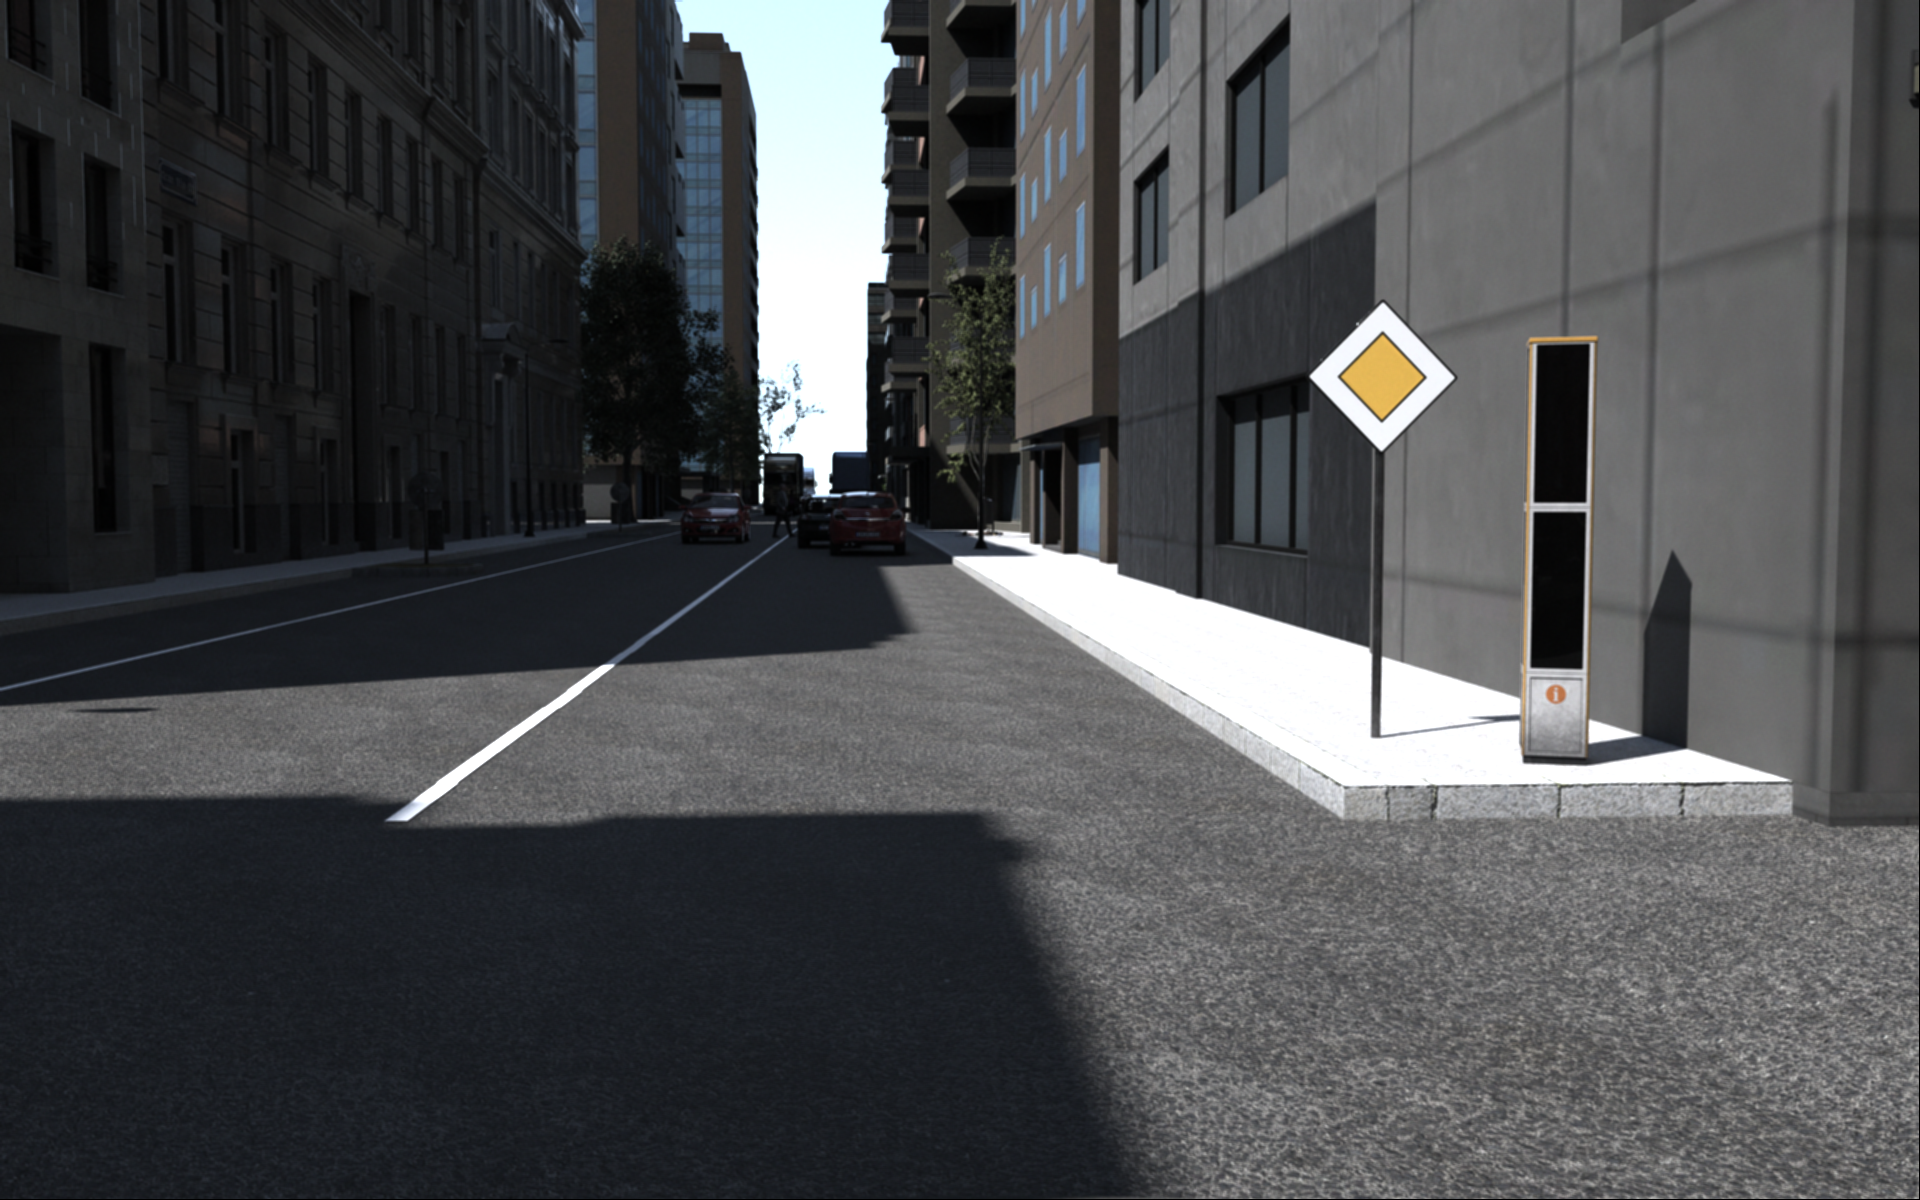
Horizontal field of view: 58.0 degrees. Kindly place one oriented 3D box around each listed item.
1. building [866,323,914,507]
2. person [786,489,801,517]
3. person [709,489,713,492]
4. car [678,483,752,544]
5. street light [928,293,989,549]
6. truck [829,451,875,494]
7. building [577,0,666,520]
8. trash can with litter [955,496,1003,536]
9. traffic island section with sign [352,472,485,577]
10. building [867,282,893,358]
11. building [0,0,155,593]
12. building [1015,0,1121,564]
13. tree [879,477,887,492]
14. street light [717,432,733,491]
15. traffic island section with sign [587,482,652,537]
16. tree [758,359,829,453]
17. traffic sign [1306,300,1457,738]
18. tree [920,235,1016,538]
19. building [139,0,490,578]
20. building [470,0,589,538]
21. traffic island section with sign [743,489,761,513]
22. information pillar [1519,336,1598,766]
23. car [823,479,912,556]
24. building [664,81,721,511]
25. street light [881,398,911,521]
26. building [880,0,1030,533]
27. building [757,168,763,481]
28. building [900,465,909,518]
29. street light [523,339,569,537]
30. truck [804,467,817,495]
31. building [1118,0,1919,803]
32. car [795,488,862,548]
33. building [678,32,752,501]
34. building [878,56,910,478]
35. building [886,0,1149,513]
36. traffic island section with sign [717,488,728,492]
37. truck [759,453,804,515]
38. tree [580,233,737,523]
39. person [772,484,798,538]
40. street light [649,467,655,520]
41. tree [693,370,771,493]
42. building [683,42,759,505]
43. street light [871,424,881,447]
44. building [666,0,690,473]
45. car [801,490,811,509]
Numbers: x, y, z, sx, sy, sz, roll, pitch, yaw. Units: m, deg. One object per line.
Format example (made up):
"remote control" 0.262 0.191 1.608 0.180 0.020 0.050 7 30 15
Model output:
"building" 2.329 -22.647 215.322 27.650 21.520 28.899 0 4 -4
"person" -10.425 -5.983 107.006 1.217 1.739 0.721 -1 4 -19
"person" -13.816 -5.278 95.524 0.721 1.735 1.217 0 4 1
"car" -7.238 -2.595 51.467 2.155 1.783 4.494 0 4 -3
"street light" -0.050 -4.140 40.231 1.470 5.913 1.316 0 4 -4
"truck" -6.679 -6.959 103.545 2.967 4.110 18.799 0 4 -2
"building" -22.794 -26.858 89.231 14.600 45.320 14.200 0 4 -4
"trash can with litter" 0.535 -2.607 53.687 1.678 1.210 2.233 3 5 41
"traffic island section with sign" -9.614 -1.365 30.952 1.989 1.847 2.006 0 4 -4
"building" -5.650 -28.429 236.518 14.160 30.474 14.107 0 4 -4
"building" -16.334 -9.855 15.885 10.420 20.320 16.860 0 4 -4
"building" 8.805 -23.698 37.569 14.600 45.320 14.200 0 4 -4
"tree" -6.740 -10.629 168.388 1.663 3.219 1.824 0 3 0
"street light" -17.601 -9.599 129.479 1.470 5.913 1.316 0 4 -4
"traffic island section with sign" -11.413 -3.033 58.215 1.989 1.847 2.006 0 4 -4
"tree" -25.096 -23.607 241.864 12.611 20.169 13.585 0 3 0
"traffic sign" 2.187 -0.331 9.061 0.795 2.450 0.064 0 4 -4
"tree" 0.697 -6.113 50.316 4.737 8.622 4.395 0 3 0
"building" -18.663 -14.649 36.781 12.463 27.353 25.104 0 4 -4
"building" -20.725 -16.717 59.220 13.634 28.700 20.117 0 4 -4
"traffic island section with sign" -16.471 -7.701 134.535 1.989 1.847 2.006 0 4 -4
"information pillar" 2.857 -0.232 8.288 0.304 2.012 0.304 1 4 16
"car" -2.233 -2.006 41.842 2.155 1.783 4.494 0 4 -3
"building" -35.406 -27.128 135.416 32.217 40.220 23.993 0 4 -4
"street light" -2.947 -6.795 83.636 1.470 5.913 1.316 0 4 -4
"building" 7.986 -25.389 69.738 22.147 44.769 28.867 0 4 -4
"building" -36.588 -36.535 216.962 23.786 49.044 30.456 0 4 -4
"building" 12.866 -24.829 97.837 32.217 40.220 23.993 0 4 -4
"street light" -12.406 -4.854 51.909 1.470 5.913 1.316 0 4 -4
"truck" -16.084 -11.584 179.154 2.967 4.110 18.799 0 4 -4
"building" 13.350 -35.343 16.112 20.611 71.187 20.563 0 4 -4
"car" -3.508 -2.285 47.149 2.009 1.686 4.222 0 4 -3
"building" -28.175 -31.957 172.602 14.600 45.320 14.200 0 4 -4
"building" 3.270 -34.567 184.774 23.786 49.044 30.456 0 4 -4
"building" 4.051 -43.465 148.903 20.563 71.187 20.611 0 4 -4
"traffic island section with sign" -14.684 -6.049 107.526 1.989 1.847 2.006 0 4 -4
"truck" -12.244 -8.027 120.150 2.839 4.237 11.283 0 4 -3
"tree" -14.687 -9.739 76.241 9.611 12.733 9.660 0 3 0
"person" -5.775 -2.944 57.039 0.834 1.777 0.661 1 4 9
"street light" -14.612 -6.878 84.997 1.470 5.913 1.316 0 4 -4
"tree" -21.179 -14.695 158.392 7.486 12.596 7.792 0 3 0
"building" -33.424 -34.640 190.063 21.300 48.544 21.600 0 4 -4
"street light" -4.968 -8.706 114.876 1.470 5.913 1.316 0 4 -4
"building" -31.900 -31.805 109.257 28.713 52.752 27.495 0 4 -4
"car" -13.053 -7.925 138.249 2.281 1.827 5.304 0 4 -5
